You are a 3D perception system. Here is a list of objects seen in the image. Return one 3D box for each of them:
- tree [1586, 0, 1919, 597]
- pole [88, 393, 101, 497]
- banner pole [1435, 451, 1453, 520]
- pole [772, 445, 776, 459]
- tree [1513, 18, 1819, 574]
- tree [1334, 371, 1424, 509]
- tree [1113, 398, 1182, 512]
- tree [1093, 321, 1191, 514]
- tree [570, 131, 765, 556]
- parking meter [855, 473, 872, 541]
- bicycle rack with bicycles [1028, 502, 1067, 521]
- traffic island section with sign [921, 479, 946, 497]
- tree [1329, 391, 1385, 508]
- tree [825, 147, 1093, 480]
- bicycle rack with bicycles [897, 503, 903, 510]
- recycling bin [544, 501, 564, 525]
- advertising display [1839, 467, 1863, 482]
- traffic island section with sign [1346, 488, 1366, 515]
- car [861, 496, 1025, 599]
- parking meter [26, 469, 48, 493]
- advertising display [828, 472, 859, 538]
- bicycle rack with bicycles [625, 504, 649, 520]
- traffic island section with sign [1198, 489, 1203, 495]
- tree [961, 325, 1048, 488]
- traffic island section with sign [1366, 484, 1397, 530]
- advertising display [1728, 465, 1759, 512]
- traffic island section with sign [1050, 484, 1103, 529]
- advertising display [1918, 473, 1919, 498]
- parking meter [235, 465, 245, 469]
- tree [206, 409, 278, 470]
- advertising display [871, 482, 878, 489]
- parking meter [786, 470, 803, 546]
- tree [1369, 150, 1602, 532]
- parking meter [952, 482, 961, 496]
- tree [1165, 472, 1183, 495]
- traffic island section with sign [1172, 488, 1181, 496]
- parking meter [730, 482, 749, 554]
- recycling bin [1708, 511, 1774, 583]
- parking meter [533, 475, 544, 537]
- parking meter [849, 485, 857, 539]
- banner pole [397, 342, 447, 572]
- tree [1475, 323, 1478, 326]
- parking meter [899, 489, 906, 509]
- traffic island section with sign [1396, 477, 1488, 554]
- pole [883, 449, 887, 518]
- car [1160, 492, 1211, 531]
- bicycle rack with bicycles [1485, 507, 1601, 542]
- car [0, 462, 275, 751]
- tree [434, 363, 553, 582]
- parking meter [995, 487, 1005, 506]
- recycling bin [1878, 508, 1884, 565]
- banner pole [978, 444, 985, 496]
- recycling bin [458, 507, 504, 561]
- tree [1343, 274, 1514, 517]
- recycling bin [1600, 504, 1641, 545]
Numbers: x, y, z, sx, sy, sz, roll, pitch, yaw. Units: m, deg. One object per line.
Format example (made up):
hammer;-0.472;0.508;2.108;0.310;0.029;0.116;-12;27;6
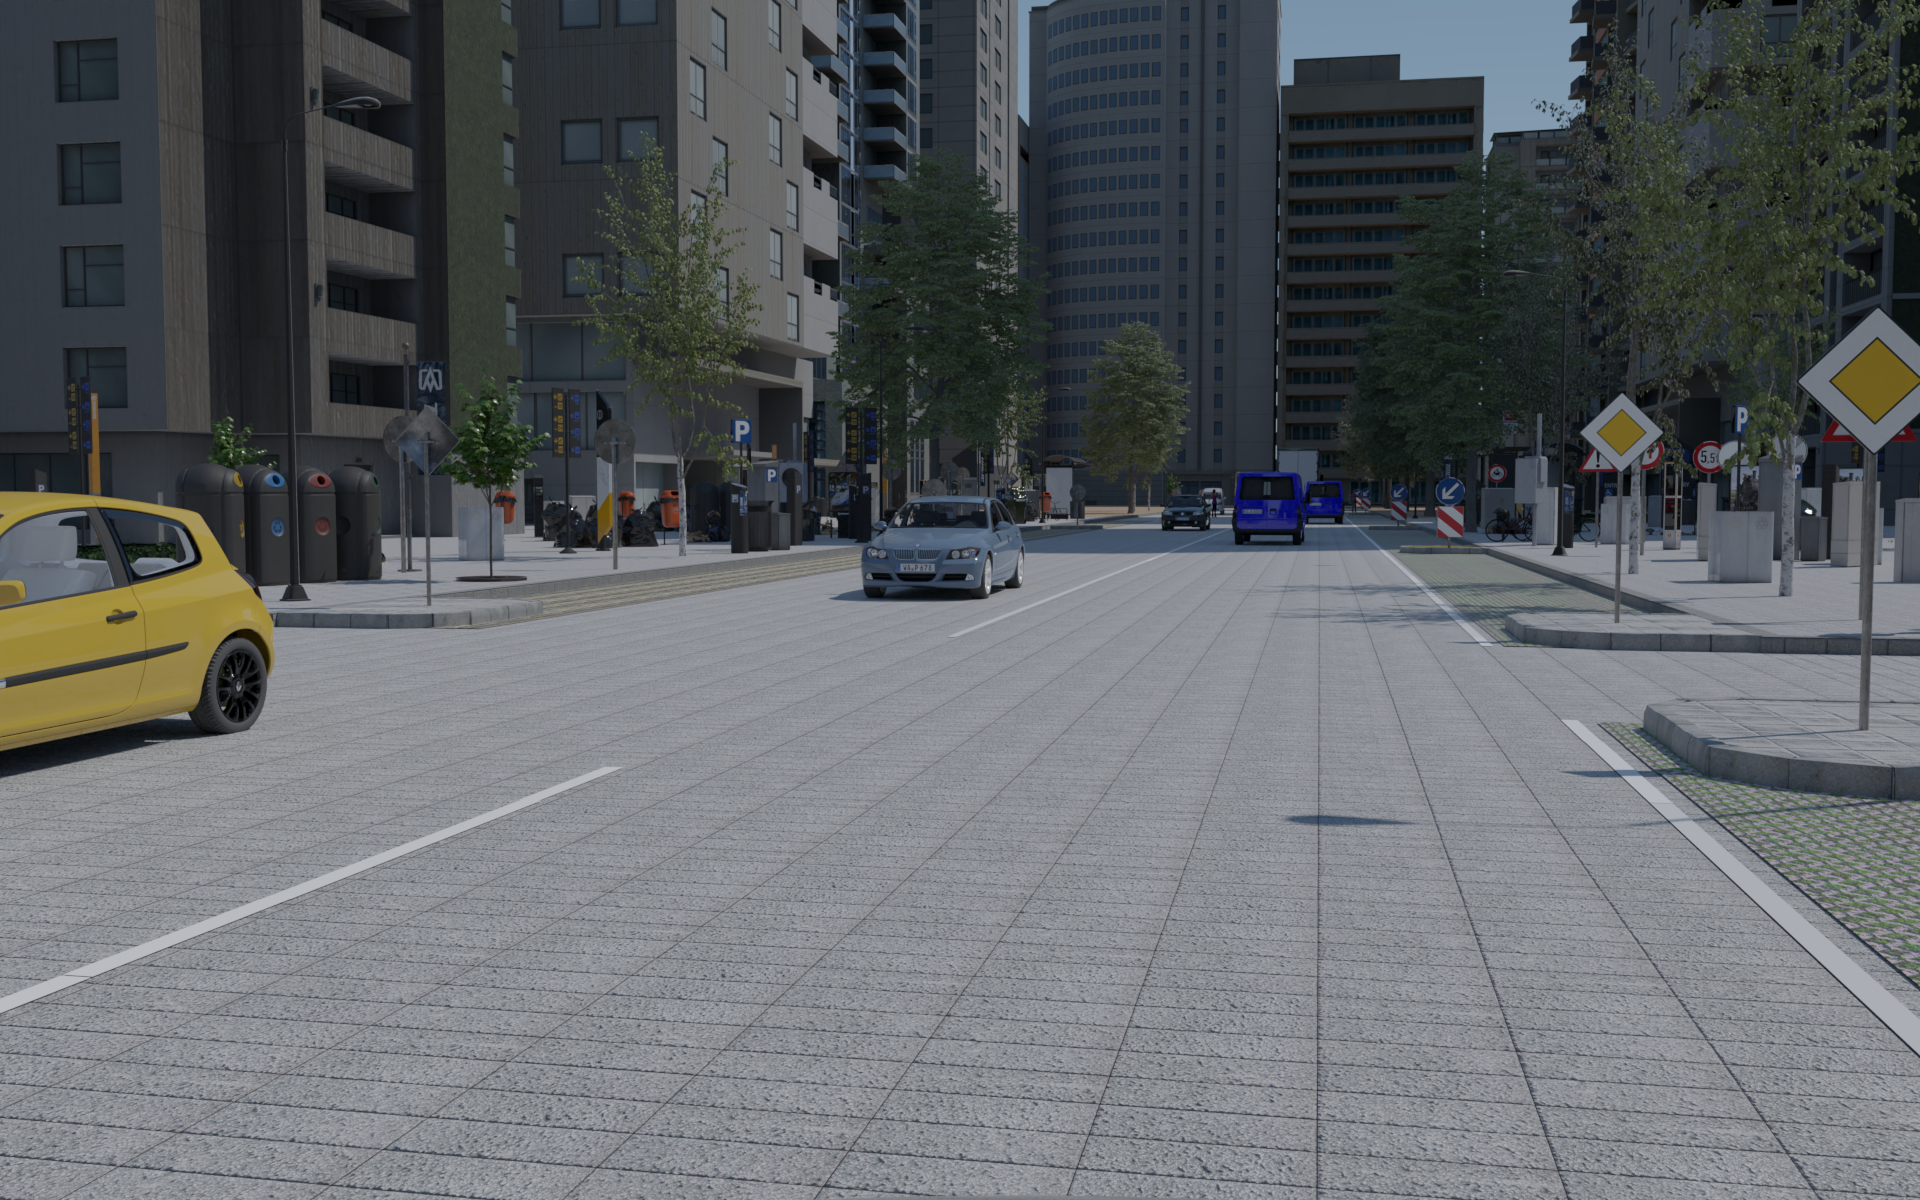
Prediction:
tree;10.150;-4.356;21.576;4.737;8.622;4.395;0;3;0
pole;-17.585;-2.529;35.186;0.158;3.312;0.155;0;3;0
banner pole;23.961;-5.848;85.639;0.863;3.779;0.401;1;4;20
pole;-7.709;-4.775;71.911;0.158;3.312;0.155;0;3;0
tree;11.014;-4.713;27.412;4.360;8.622;3.978;0;3;0
tree;37.340;-14.265;150.242;9.611;12.733;9.660;0;3;0
tree;14.623;-11.119;132.165;4.737;8.622;4.395;0;3;0
tree;11.673;-11.964;113.731;7.486;12.596;7.792;0;3;0
tree;-5.751;-5.196;35.320;4.737;8.622;4.395;0;3;0
parking meter;-2.636;-2.543;47.285;0.399;1.863;0.255;-2;4;-25
bicycle rack with bicycles;3.769;-4.312;83.887;2.852;0.926;2.925;3;4;36
traffic island section with sign;-0.729;-2.173;44.149;1.989;1.847;2.006;1;4;12
tree;39.867;-15.415;162.397;12.009;13.543;11.850;0;3;0
tree;-0.430;-8.505;57.184;7.486;12.596;7.792;0;3;0
bicycle rack with bicycles;-1.516;-3.786;75.284;2.852;0.926;2.925;1;4;23
recycling bin;-14.808;-3.063;62.635;0.722;1.027;0.722;2;4;34
advertising display;21.354;-2.238;41.798;0.974;1.923;0.123;2;4;33
traffic island section with sign;27.262;-6.621;116.881;1.989;1.847;2.006;1;4;12
car;-0.158;-0.815;25.320;2.014;1.417;4.499;1;4;11
parking meter;-21.605;-2.133;40.581;0.255;1.863;0.399;1;4;15
advertising display;-3.366;-2.751;50.194;0.974;1.923;0.123;2;4;26
bicycle rack with bicycles;-11.510;-3.202;65.735;2.925;0.926;2.852;-1;4;-13
traffic island section with sign;20.588;-8.449;146.776;1.989;1.847;2.006;1;4;12
tree;1.754;-7.448;72.137;4.737;8.622;4.395;0;3;0
traffic island section with sign;17.309;-3.687;68.913;1.989;1.847;2.006;1;4;12
advertising display;17.270;-1.998;37.874;0.123;1.923;0.974;-2;4;-30
traffic island section with sign;4.807;-3.803;70.805;1.989;1.847;2.006;1;4;12
advertising display;27.428;-2.653;48.598;0.974;1.923;0.123;3;5;40
parking meter;-14.435;-1.785;34.890;0.255;1.863;0.399;-2;4;-28
tree;-16.596;-2.727;39.189;1.663;3.219;1.824;0;3;0
advertising display;-4.746;-5.412;93.700;0.123;1.923;0.974;2;4;28
parking meter;-4.105;-2.279;42.974;0.255;1.863;0.399;2;4;27
tree;17.279;-8.512;57.300;7.486;12.596;7.792;0;3;0
parking meter;-0.178;-4.860;85.178;0.399;1.863;0.255;3;5;41
tree;18.151;-9.465;149.361;1.663;3.219;1.824;0;3;0
traffic island section with sign;15.040;-6.818;120.097;1.989;1.847;2.006;1;4;12
parking meter;-4.765;-1.774;37.410;0.372;1.533;0.369;0;3;0
recycling bin;11.403;-0.780;25.310;0.722;1.027;0.722;1;4;9
parking meter;-12.585;-2.815;51.737;0.255;1.863;0.399;-1;4;-19
parking meter;-2.986;-2.506;49.385;0.372;1.533;0.369;0;3;0
banner pole;-8.902;-2.364;28.668;0.863;3.779;0.401;0;4;-6
tree;16.701;-6.056;49.379;4.360;8.622;3.978;0;3;0
parking meter;-2.965;-4.974;89.743;0.372;1.533;0.369;0;3;0
traffic island section with sign;11.713;-2.040;41.986;1.989;1.847;2.006;1;4;12
pole;-3.372;-5.136;77.809;0.158;3.312;0.155;0;3;0
car;8.962;-3.592;68.515;2.009;1.686;4.222;1;4;12
bicycle rack with bicycles;15.799;-2.049;46.885;2.925;0.926;2.852;1;4;20
car;-5.421;0.063;9.190;2.015;1.641;3.980;1;4;12
tree;-7.024;-1.904;25.740;1.663;3.219;1.824;0;3;0
parking meter;1.528;-3.483;65.366;0.372;1.533;0.369;0;3;0
recycling bin;16.419;-1.170;31.691;0.722;1.027;0.722;1;4;17
banner pole;0.837;-4.833;69.038;0.401;3.779;0.863;2;4;26
recycling bin;-9.271;-1.283;33.527;0.722;1.027;0.722;-2;4;-30
tree;26.916;-11.728;98.402;9.857;13.997;8.962;0;3;0
recycling bin;16.935;-1.948;44.399;0.722;1.027;0.722;-2;4;-34
